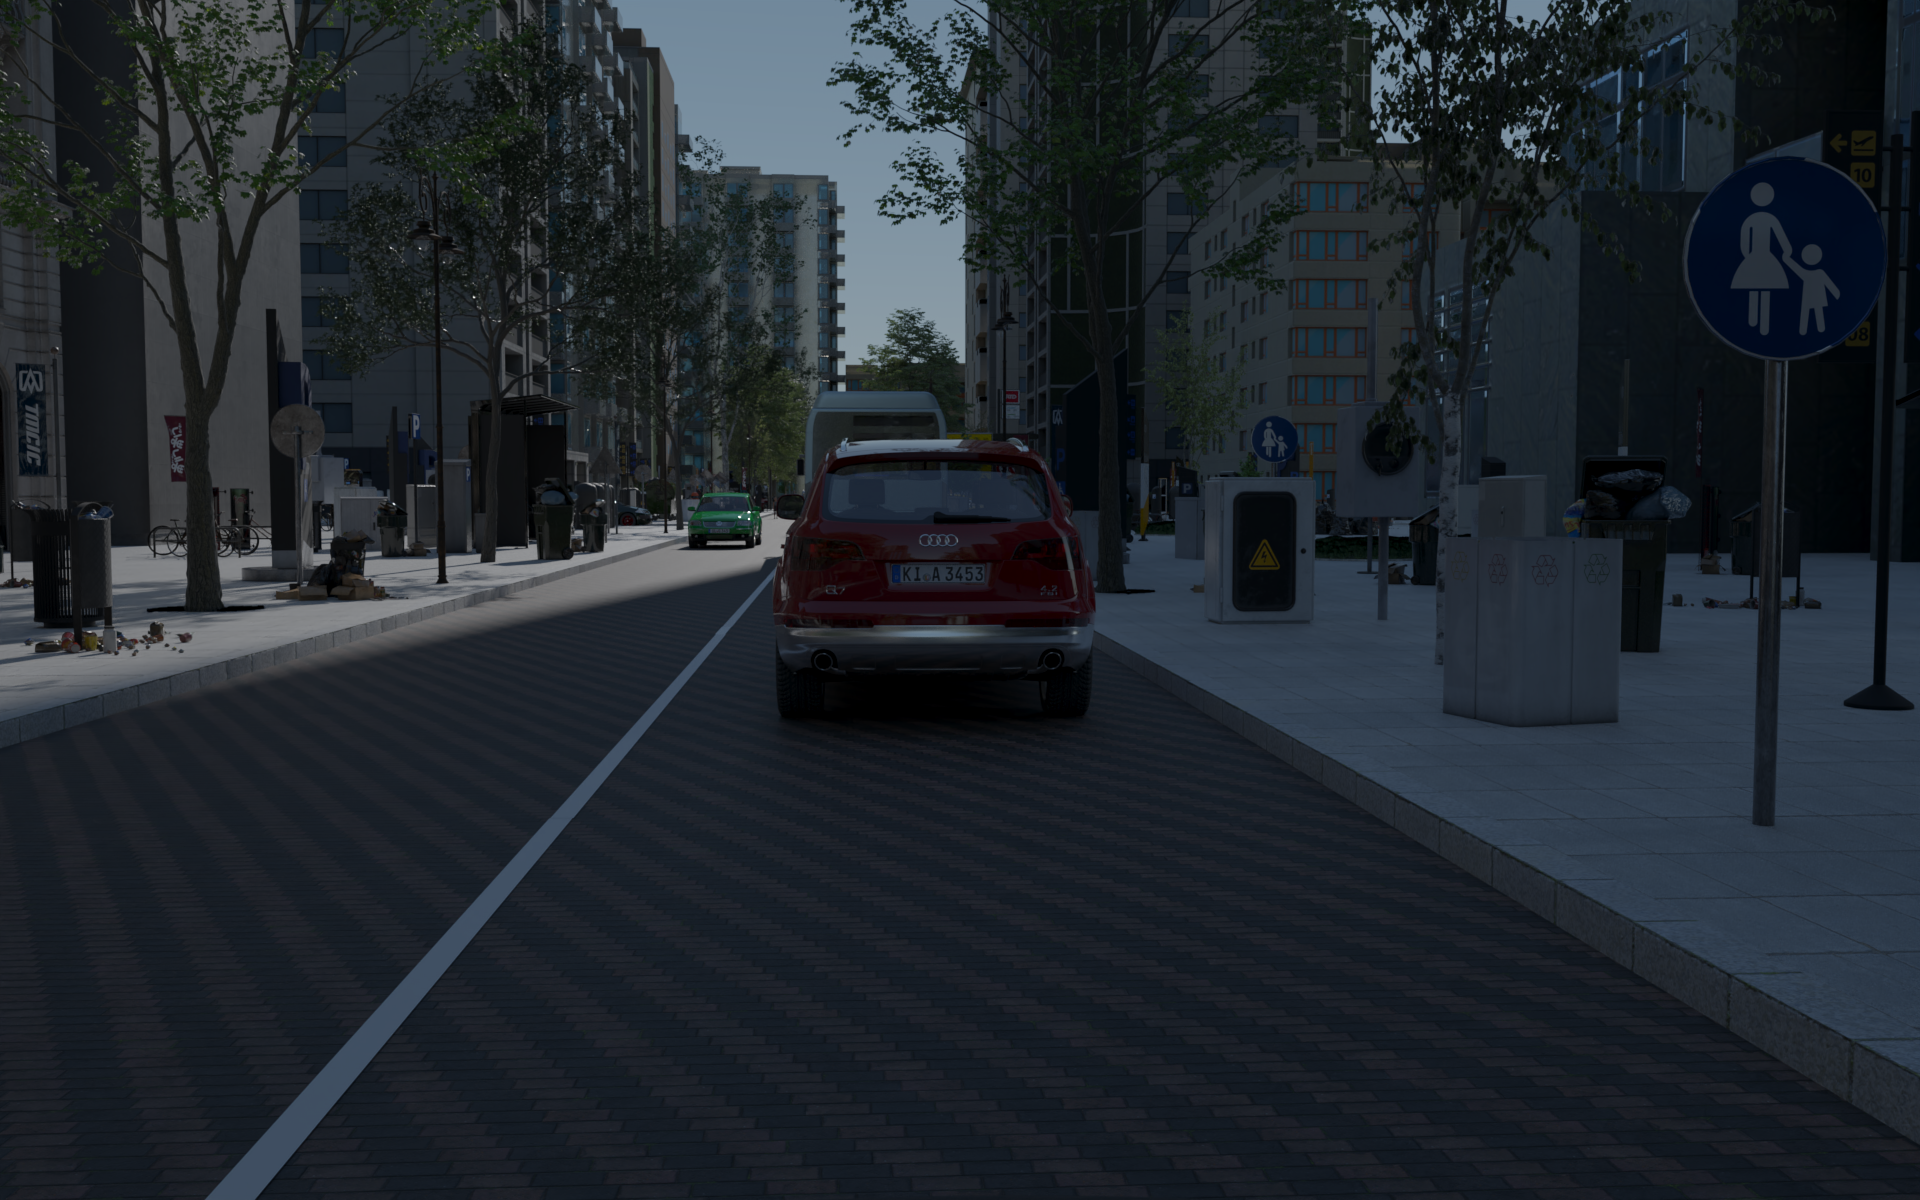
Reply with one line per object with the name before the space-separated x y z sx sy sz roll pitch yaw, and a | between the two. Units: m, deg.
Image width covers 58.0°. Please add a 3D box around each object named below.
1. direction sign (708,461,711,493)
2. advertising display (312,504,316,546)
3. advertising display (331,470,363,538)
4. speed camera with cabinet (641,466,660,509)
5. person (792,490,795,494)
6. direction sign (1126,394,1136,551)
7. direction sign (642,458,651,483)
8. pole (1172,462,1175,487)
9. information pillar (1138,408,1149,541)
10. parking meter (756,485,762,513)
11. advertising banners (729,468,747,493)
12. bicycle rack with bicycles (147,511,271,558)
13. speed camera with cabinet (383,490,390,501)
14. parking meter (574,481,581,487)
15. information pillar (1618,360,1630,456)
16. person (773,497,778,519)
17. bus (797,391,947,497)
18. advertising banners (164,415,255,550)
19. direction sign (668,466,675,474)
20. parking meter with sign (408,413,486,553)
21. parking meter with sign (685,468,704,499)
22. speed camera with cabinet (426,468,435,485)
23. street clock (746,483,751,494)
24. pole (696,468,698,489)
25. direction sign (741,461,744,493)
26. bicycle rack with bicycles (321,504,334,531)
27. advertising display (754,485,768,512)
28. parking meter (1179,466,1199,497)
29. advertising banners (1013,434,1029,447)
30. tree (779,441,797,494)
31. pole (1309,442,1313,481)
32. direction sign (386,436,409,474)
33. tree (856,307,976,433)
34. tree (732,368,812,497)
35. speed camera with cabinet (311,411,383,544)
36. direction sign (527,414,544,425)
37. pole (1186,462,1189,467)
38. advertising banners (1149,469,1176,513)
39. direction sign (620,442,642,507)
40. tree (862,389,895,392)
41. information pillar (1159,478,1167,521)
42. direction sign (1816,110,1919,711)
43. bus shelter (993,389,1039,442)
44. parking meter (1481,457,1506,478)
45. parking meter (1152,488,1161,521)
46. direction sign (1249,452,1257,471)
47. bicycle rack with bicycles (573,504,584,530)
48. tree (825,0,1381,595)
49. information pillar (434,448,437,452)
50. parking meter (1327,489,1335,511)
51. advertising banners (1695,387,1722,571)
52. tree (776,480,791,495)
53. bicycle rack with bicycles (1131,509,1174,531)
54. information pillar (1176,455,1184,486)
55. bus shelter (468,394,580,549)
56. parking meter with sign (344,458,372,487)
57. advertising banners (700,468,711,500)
direction sign | -17.133 -7.743 118.592 0.379 3.537 0.876 0 4 8
advertising display | -16.212 -2.294 42.721 0.974 1.923 0.123 2 4 31
advertising display | -16.600 -2.549 46.894 0.974 1.923 0.123 1 4 18
speed camera with cabinet | -21.595 -7.720 120.563 2.038 3.252 0.660 -1 4 -19
person | -14.318 -8.614 149.738 0.661 1.777 0.834 3 5 45
direction sign | 3.685 -2.884 39.149 0.379 3.537 0.876 3 5 43
direction sign | -19.679 -7.166 109.166 0.379 3.537 0.876 -2 4 -35
pole | 13.525 -7.099 109.916 0.158 3.312 0.155 0 3 0
information pillar | 5.027 -3.412 47.144 0.183 3.616 0.504 1 4 23
parking meter | -13.532 -6.765 116.325 0.255 1.863 0.399 -3 4 -39
advertising banners | -14.700 -7.207 114.019 0.090 3.025 2.074 2 4 35
bicycle rack with bicycles | -15.431 -1.371 35.801 2.925 0.926 2.852 0 4 5
speed camera with cabinet | -27.814 -5.453 83.500 2.038 3.252 0.660 0 4 -7
parking meter | -17.008 -4.369 77.150 0.255 1.863 0.399 1 4 15
information pillar | 11.662 -2.393 30.476 0.183 3.616 0.504 1 4 12
person | -10.592 -5.303 99.877 0.362 1.253 0.373 -1 4 -13
bus | -2.090 -2.616 37.636 2.948 3.499 13.247 0 4 -5
advertising banners | -16.974 -2.630 39.185 0.090 3.025 2.074 3 4 37
direction sign | -23.892 -9.260 143.391 0.379 3.537 0.876 -3 5 -41
parking meter with sign | -11.018 -2.532 37.658 1.738 3.016 0.543 0 4 0
parking meter with sign | -18.167 -7.377 116.869 1.738 3.016 0.543 1 4 10
speed camera with cabinet | -34.426 -7.151 111.260 2.038 3.252 0.660 3 4 37
street clock | -14.318 -6.887 117.172 0.358 2.002 0.471 -3 4 -38
pole | -20.714 -8.732 136.617 0.158 3.312 0.155 0 3 0
direction sign | -14.835 -7.725 118.297 0.379 3.537 0.876 -1 4 -16
bicycle rack with bicycles | -22.392 -2.865 60.221 2.852 0.926 2.925 -3 5 -44
advertising display | -14.345 -7.329 125.050 0.974 1.923 0.123 -1 4 -21
parking meter | 4.806 -1.877 36.407 0.399 1.863 0.255 1 4 18
advertising banners | 2.429 -3.312 50.347 2.074 3.025 0.090 2 4 33
tree | -18.594 -14.266 183.618 4.737 8.622 4.395 0 3 0
pole | 13.681 -4.505 67.507 0.158 3.312 0.155 0 3 0
direction sign | -21.734 -4.588 67.005 0.876 3.537 0.379 0 4 3
tree | -2.743 -11.471 105.680 7.486 12.596 7.792 0 3 0
tree | -18.381 -16.125 170.299 9.857 13.997 8.962 0 3 0
speed camera with cabinet | -14.582 -2.848 40.903 2.038 3.252 0.660 3 5 39
direction sign | -12.060 -3.462 48.596 0.876 3.537 0.379 -3 5 -40
pole | 14.362 -7.058 109.243 0.158 3.312 0.155 0 3 0
advertising banners | 13.769 -7.437 117.785 2.074 3.025 0.090 1 4 22
direction sign | -14.548 -5.129 75.864 0.876 3.537 0.379 -3 5 -43
tree | -5.846 -12.654 141.301 8.767 10.594 7.601 0 4 3
information pillar | 9.419 -4.650 80.512 0.304 2.012 0.304 -1 4 -9
direction sign | 5.536 -1.121 10.330 0.876 3.537 0.379 0 4 -2
bus shelter | 1.399 -5.274 63.858 2.179 5.291 8.768 0 4 -4
parking meter | 8.295 -1.300 26.974 0.255 1.863 0.399 -1 4 -9
parking meter | 7.874 -3.727 69.340 0.372 1.533 0.369 0 3 0
direction sign | 15.737 -6.192 93.237 0.379 3.537 0.876 -2 4 -24
bicycle rack with bicycles | -14.291 -2.926 61.226 2.852 0.926 2.925 -1 4 -20
tree | 1.819 -5.905 22.300 9.928 11.665 9.643 0 3 0
information pillar | -24.594 -5.514 81.508 0.504 3.616 0.183 2 4 26
parking meter | 17.490 -4.484 81.726 0.372 1.533 0.369 0 3 0
advertising banners | 12.577 -2.016 29.151 0.090 3.025 2.074 2 4 34
tree | -20.356 -12.611 200.789 1.663 3.219 1.824 0 3 0
bicycle rack with bicycles | 5.751 -2.753 58.387 2.925 0.926 2.852 0 4 8
information pillar | 13.257 -6.922 104.527 0.504 3.616 0.183 1 4 9
bus shelter | -10.879 -3.203 43.654 1.731 3.624 6.357 0 4 -4
parking meter with sign | -29.216 -5.421 84.901 1.738 3.016 0.543 -3 5 -44
advertising banners | -16.631 -7.189 113.731 0.090 3.025 2.074 1 4 14
